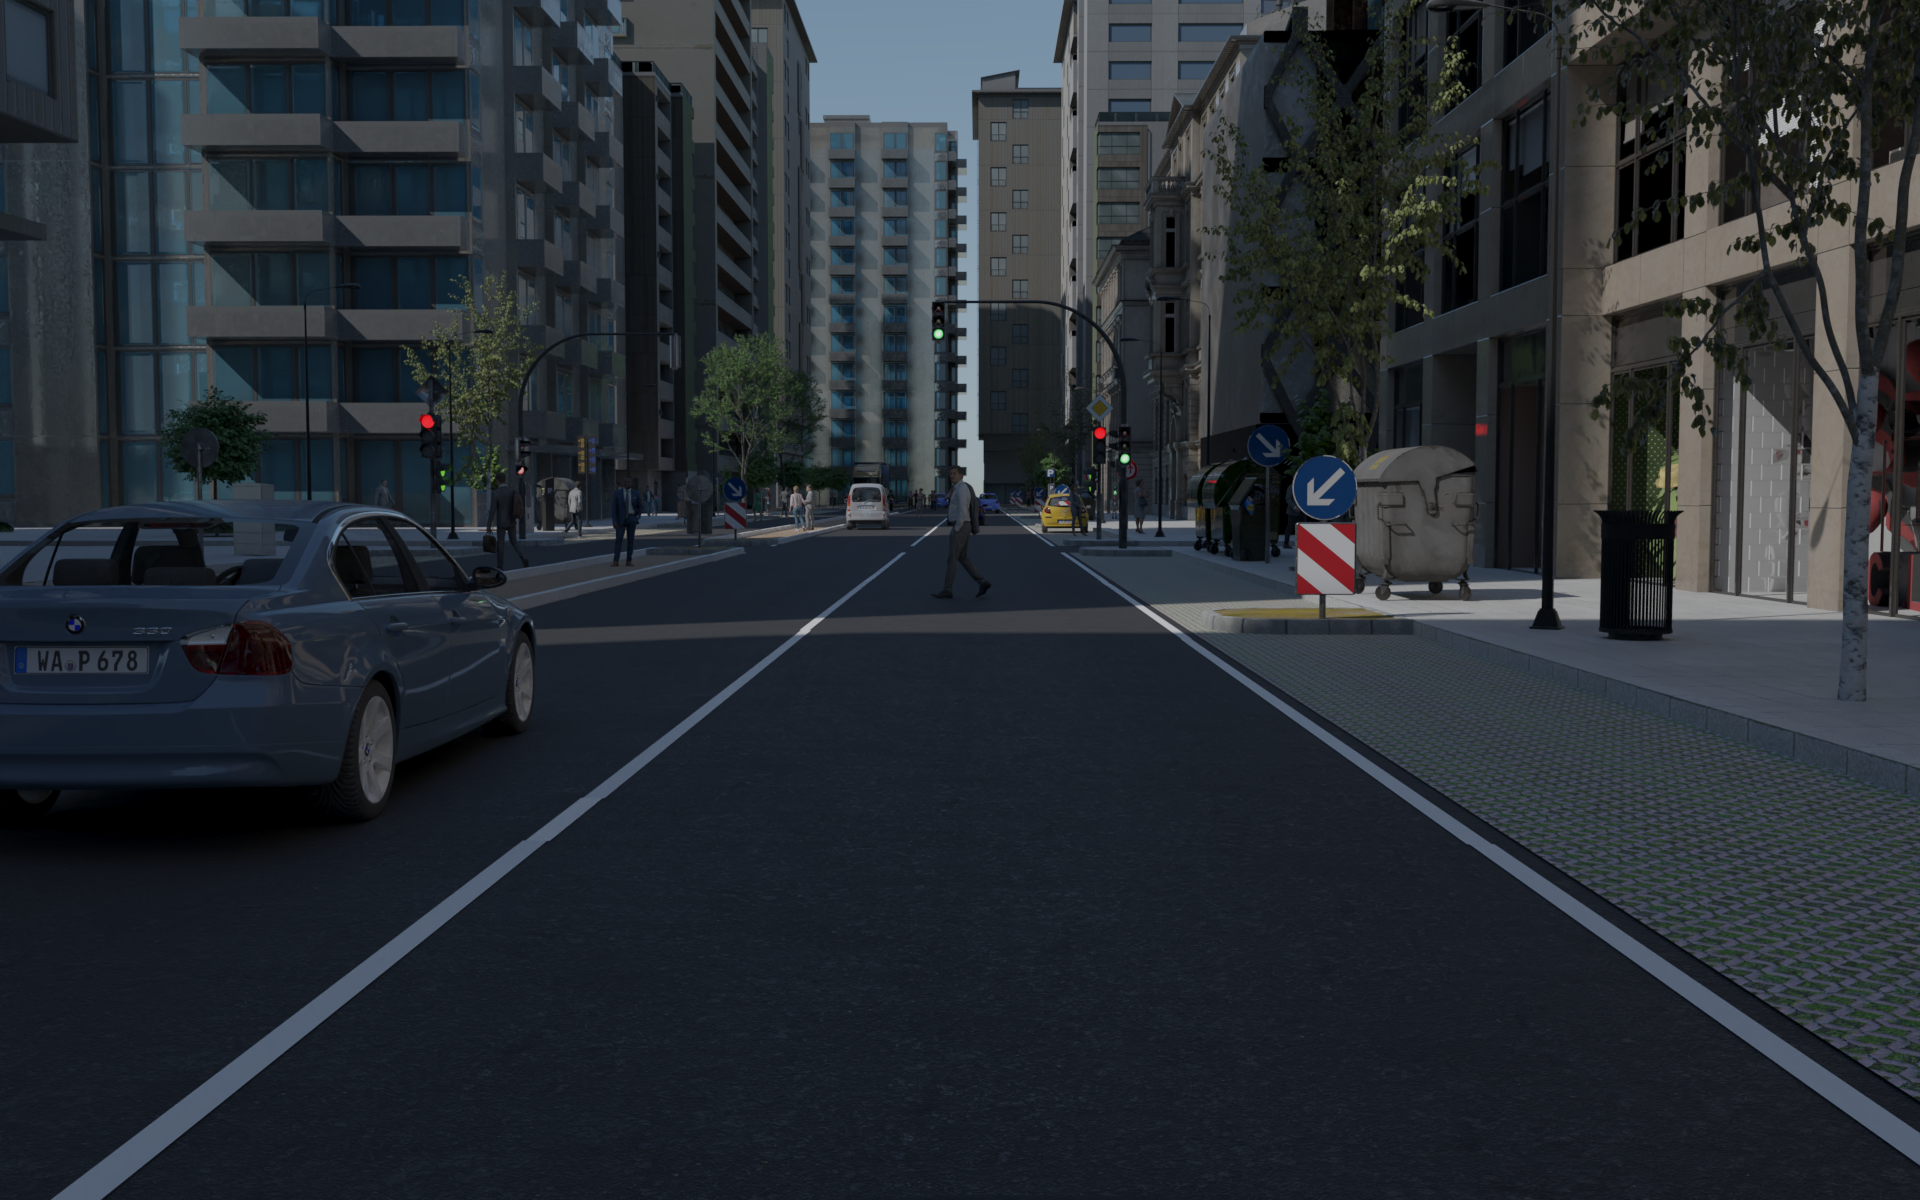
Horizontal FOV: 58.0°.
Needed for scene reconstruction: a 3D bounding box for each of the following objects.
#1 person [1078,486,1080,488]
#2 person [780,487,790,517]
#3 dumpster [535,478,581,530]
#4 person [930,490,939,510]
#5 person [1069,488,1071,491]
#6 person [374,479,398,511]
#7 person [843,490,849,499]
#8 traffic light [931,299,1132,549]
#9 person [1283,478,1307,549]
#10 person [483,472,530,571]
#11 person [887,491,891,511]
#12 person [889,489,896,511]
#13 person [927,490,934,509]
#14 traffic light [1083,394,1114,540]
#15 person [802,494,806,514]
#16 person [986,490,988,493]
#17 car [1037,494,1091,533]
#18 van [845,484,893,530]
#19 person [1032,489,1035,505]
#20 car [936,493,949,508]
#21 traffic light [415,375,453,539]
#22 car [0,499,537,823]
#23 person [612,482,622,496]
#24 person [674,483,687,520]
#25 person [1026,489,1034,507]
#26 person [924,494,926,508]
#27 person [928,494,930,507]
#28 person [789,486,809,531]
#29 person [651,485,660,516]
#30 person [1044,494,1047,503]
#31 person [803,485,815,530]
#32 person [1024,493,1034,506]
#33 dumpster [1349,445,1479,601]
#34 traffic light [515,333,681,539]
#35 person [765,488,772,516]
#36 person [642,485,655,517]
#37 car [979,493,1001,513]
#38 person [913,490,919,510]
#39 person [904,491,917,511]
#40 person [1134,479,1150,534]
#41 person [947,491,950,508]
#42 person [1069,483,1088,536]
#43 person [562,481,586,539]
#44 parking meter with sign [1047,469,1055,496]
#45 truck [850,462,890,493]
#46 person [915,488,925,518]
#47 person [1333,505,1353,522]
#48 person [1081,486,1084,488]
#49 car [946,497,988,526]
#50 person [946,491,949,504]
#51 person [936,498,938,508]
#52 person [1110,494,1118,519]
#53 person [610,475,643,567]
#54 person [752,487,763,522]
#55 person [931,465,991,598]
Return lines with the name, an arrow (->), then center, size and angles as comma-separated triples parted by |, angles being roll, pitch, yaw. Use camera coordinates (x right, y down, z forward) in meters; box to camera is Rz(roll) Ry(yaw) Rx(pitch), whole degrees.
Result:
person -> 8.122, -6.858, 118.031 | 0.748, 1.841, 0.638 | -2, 4, -33
person -> -10.931, -6.105, 108.122 | 0.655, 1.846, 0.447 | 1, 4, 12
dumpster -> -14.334, -3.421, 61.685 | 1.264, 1.857, 1.865 | 0, 4, 1
person -> -2.218, -8.696, 151.208 | 0.617, 1.759, 0.750 | 1, 4, 22
person -> 9.348, -8.661, 147.654 | 0.705, 1.823, 1.348 | 0, 4, 8
person -> -20.247, -3.348, 60.903 | 0.853, 1.813, 0.709 | 1, 4, 21
person -> -11.232, -10.141, 174.305 | 1.348, 1.824, 0.705 | -2, 4, -32
traffic light -> 1.722, -4.034, 40.619 | 4.771, 5.953, 1.251 | 0, 4, 1
person -> 7.964, -2.089, 40.590 | 0.834, 1.777, 0.661 | 3, 5, 39
person -> -8.297, -1.418, 31.646 | 0.822, 1.834, 0.622 | 3, 4, 37
person -> -5.539, -7.476, 131.550 | 0.721, 1.723, 1.217 | -1, 4, -16
person -> -5.678, -8.290, 144.131 | 0.705, 1.812, 1.348 | -2, 4, -27
person -> -2.746, -9.837, 169.417 | 0.705, 1.814, 1.350 | -3, 5, -44
traffic light -> 3.899, -3.658, 48.723 | 0.839, 4.253, 0.868 | 0, 4, 1
person -> -11.446, -7.038, 126.795 | 0.991, 1.433, 0.599 | 1, 4, 10
person -> 2.727, -10.241, 175.900 | 1.348, 1.831, 0.705 | -1, 4, -16
car -> 3.885, -3.322, 64.539 | 2.015, 1.641, 3.980 | 0, 4, 2
van -> -3.746, -3.903, 70.820 | 2.013, 2.044, 4.112 | 0, 4, -1
person -> 8.372, -11.580, 195.313 | 1.348, 1.831, 0.705 | -3, 4, -37
car -> -2.087, -10.261, 177.350 | 1.945, 1.707, 3.694 | 0, 4, 2
traffic light -> -12.446, -3.179, 40.893 | 0.839, 4.253, 0.868 | 0, 4, 1
car -> -3.446, 0.192, 8.857 | 2.014, 1.417, 4.499 | 0, 4, -1
person -> -14.777, -4.195, 74.807 | 0.466, 1.800, 0.511 | -1, 4, -12
person -> -14.023, -4.951, 87.012 | 0.654, 1.822, 0.581 | 1, 4, 11
person -> 7.101, -10.315, 175.228 | 0.750, 1.759, 0.617 | -3, 5, -43
person -> -3.590, -10.043, 175.968 | 0.557, 1.426, 1.065 | 1, 4, 17
person -> -3.424, -11.099, 193.220 | 0.557, 1.426, 1.065 | 0, 4, 3
person -> -6.111, -3.500, 66.395 | 0.731, 1.740, 0.598 | -2, 4, -35
person -> -18.152, -5.948, 103.295 | 0.555, 1.821, 0.388 | -3, 5, -42
person -> 7.758, -9.304, 159.640 | 0.415, 1.643, 0.593 | -2, 4, -35
person -> -6.033, -3.663, 68.591 | 0.583, 1.804, 0.606 | 0, 4, -6
person -> 7.420, -10.981, 186.401 | 1.217, 1.723, 0.721 | 2, 4, 24
dumpster -> 5.611, -0.961, 21.473 | 1.264, 1.857, 1.865 | 0, 4, 1
traffic light -> -10.269, -4.540, 48.891 | 4.771, 5.953, 1.251 | 0, 4, 1
person -> -11.939, -6.047, 107.347 | 0.573, 1.828, 0.580 | 0, 4, 1
person -> -17.671, -5.611, 98.132 | 0.623, 1.781, 0.721 | -3, 5, -43
car -> 2.077, -7.312, 129.135 | 1.945, 1.707, 3.694 | 0, 4, -1
person -> -3.951, -9.113, 157.436 | 1.348, 1.831, 0.705 | -2, 4, -28
person -> -4.305, -8.657, 150.779 | 1.217, 1.736, 0.721 | 0, 4, 4
person -> 5.933, -3.046, 56.204 | 0.532, 1.782, 0.716 | 0, 4, 0
person -> -1.222, -10.701, 184.399 | 0.436, 1.711, 0.756 | 3, 4, 37
person -> 4.018, -3.051, 58.654 | 0.573, 1.790, 0.520 | 1, 4, 23
person -> -12.307, -2.872, 55.296 | 0.661, 1.843, 0.795 | 3, 5, 44
parking meter with sign -> 6.303, -7.570, 120.025 | 0.543, 3.016, 1.738 | 0, 4, 0
truck -> -7.888, -10.076, 153.648 | 2.839, 4.237, 11.283 | 0, 4, 2
person -> -2.392, -5.714, 102.269 | 0.599, 1.781, 0.374 | 2, 4, 28
person -> 8.220, -1.907, 37.495 | 0.520, 1.790, 0.573 | -3, 5, -44
person -> 7.358, -5.934, 103.460 | 0.661, 1.777, 0.834 | -2, 4, -28
car -> 0.299, -4.143, 80.313 | 1.945, 1.354, 3.894 | 0, 4, 1
person -> -1.387, -11.386, 195.336 | 0.551, 1.740, 0.621 | 0, 4, 7
person -> -2.312, -9.984, 174.968 | 0.599, 1.433, 0.991 | 0, 4, -7
person -> 7.932, -4.805, 88.879 | 0.425, 1.301, 0.394 | -3, 5, -43
person -> -6.612, -1.561, 34.209 | 0.721, 1.800, 0.419 | -2, 4, -26
person -> -10.518, -4.964, 89.908 | 0.529, 1.795, 0.600 | 1, 4, 11
person -> 0.012, -0.937, 23.928 | 0.850, 1.850, 0.679 | 0, 4, -5
